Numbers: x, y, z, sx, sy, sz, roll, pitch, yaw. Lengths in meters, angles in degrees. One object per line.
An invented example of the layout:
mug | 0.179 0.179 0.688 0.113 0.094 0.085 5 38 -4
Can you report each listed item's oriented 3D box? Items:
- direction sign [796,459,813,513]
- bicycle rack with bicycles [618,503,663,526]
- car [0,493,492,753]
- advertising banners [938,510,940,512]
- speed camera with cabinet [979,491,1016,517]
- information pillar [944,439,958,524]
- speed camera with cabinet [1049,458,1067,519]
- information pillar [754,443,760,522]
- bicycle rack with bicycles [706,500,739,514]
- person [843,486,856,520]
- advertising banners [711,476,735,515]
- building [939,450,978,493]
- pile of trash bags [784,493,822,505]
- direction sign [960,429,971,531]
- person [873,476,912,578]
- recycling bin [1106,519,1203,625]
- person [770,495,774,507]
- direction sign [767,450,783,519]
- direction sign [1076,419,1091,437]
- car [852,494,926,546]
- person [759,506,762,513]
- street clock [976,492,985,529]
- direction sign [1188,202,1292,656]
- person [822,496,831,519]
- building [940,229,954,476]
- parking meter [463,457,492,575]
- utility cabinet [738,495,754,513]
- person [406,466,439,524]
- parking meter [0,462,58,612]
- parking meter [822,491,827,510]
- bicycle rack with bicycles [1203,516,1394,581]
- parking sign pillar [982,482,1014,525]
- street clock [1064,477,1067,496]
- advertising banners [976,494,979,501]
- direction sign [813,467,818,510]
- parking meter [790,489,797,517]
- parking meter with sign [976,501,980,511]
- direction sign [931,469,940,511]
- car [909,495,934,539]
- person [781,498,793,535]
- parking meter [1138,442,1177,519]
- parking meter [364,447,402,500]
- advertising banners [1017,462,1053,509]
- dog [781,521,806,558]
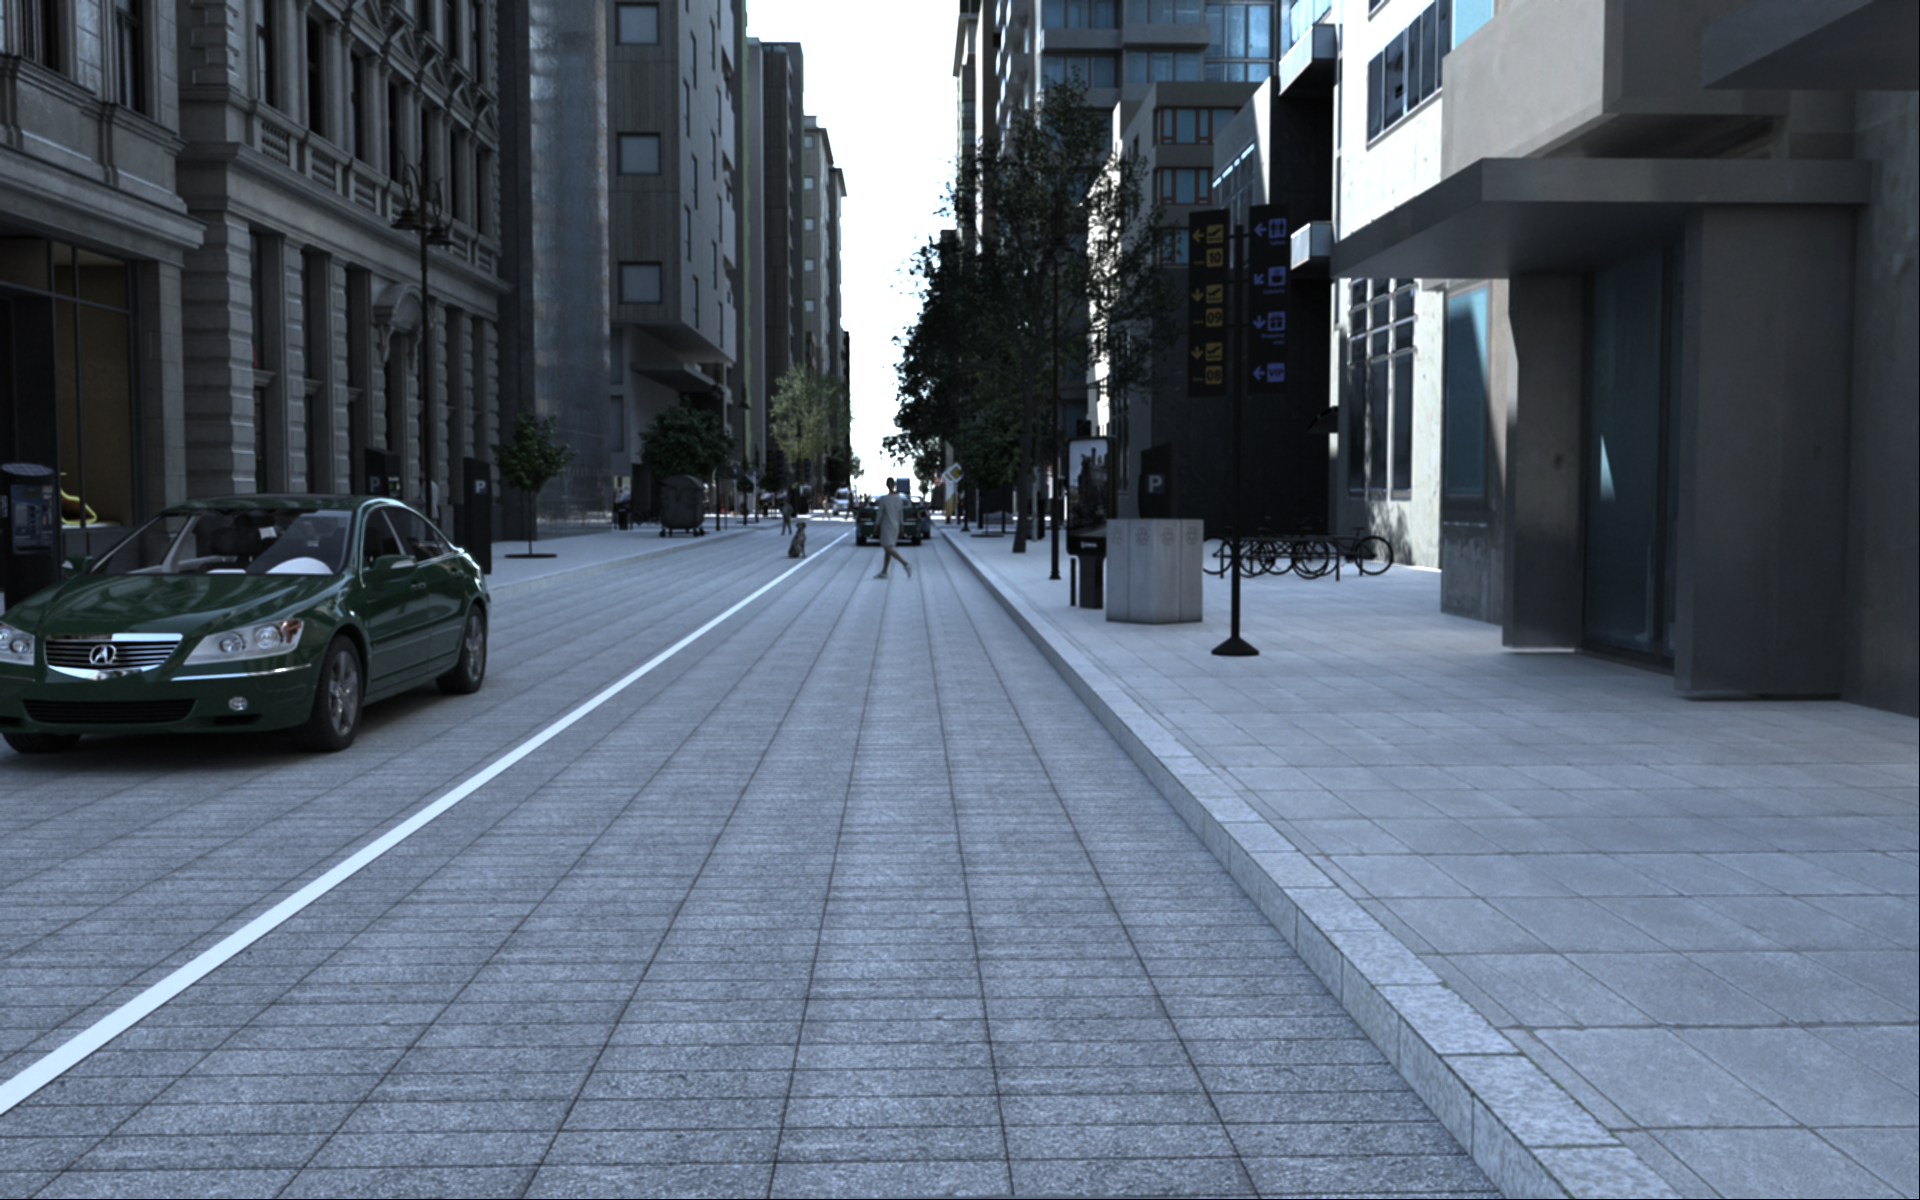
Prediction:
direction sign | -10.071 -7.282 111.056 0.876 3.537 0.379 0 4 -8
bicycle rack with bicycles | -12.847 -3.556 71.528 2.852 0.926 2.925 -3 4 -37
car | -4.367 0.042 11.111 2.131 1.459 4.920 0 4 -1
advertising banners | -1.466 -7.799 123.696 0.090 3.025 2.074 0 4 3
speed camera with cabinet | 2.133 -6.328 97.802 2.038 3.252 0.660 0 4 -7
information pillar | -0.425 -5.058 74.058 0.504 3.616 0.183 3 5 43
speed camera with cabinet | 5.566 -5.866 90.248 2.038 3.252 0.660 -3 4 -39
information pillar | -9.220 -5.338 78.635 0.183 3.616 0.504 -1 4 -18
bicycle rack with bicycles | -15.101 -5.954 110.735 2.852 0.926 2.925 -1 4 -16
person | -6.079 -5.319 95.243 0.755 1.850 0.659 1 4 12
advertising banners | -14.706 -6.812 107.557 2.074 3.025 0.090 2 4 34
building | 7.454 -38.864 290.056 22.147 44.769 28.867 0 4 -2
pile of trash bags | -12.742 -8.053 141.419 3.447 1.369 1.912 0 4 -7
direction sign | 0.183 -4.125 59.434 0.379 3.537 0.876 -1 4 -17
person | -1.131 -1.228 29.327 0.760 1.731 0.466 1 4 21
recycling bin | 1.957 -0.298 17.429 0.722 1.027 0.722 -3 5 -39
person | -14.795 -7.882 135.475 0.480 1.755 0.524 1 4 9
direction sign | -9.594 -5.983 89.817 0.876 3.537 0.379 -1 4 -22
direction sign | 3.781 -3.727 52.938 0.379 3.537 0.876 2 4 33
car | -2.036 -2.305 49.478 2.131 1.459 4.920 0 4 -2
person | -13.228 -6.669 115.263 0.473 1.802 0.592 -3 5 -40
street clock | 0.754 -3.599 63.413 0.358 2.002 0.471 0 4 3
direction sign | 2.205 -1.332 13.772 0.876 3.537 0.379 2 4 35
person | -7.620 -5.232 98.317 0.475 1.303 0.640 2 4 34
building | 3.843 -35.761 268.292 14.154 41.232 14.086 0 4 -2
parking meter | -7.677 -1.338 27.580 0.399 1.863 0.255 -3 5 -43
utility cabinet | -14.284 -6.381 115.484 1.020 1.237 0.306 0 4 -6
person | -9.923 -1.577 32.024 0.583 1.804 0.606 0 4 3
parking meter | -7.225 -0.309 13.460 0.372 1.533 0.369 0 3 0
parking meter | -10.922 -8.018 139.500 0.372 1.533 0.369 0 3 0
bicycle rack with bicycles | 5.049 -0.828 26.925 2.925 0.926 2.852 2 4 25
parking sign pillar | 1.583 -5.176 73.095 1.447 3.967 1.447 0 4 8
street clock | 4.587 -4.187 73.020 0.471 2.002 0.358 0 4 4
advertising banners | 1.529 -7.240 114.558 0.090 3.025 2.074 -3 4 -37
direction sign | -11.997 -9.266 143.495 0.379 3.537 0.876 -2 4 -35
parking meter | -9.143 -5.307 95.182 0.372 1.533 0.369 0 3 0
parking meter with sign | 1.555 -6.368 100.381 0.543 3.016 1.738 3 5 44
direction sign | -1.857 -8.491 130.830 0.379 3.537 0.876 3 5 45
car | -1.832 -2.704 56.214 2.014 1.417 4.499 0 4 -1
person | -6.067 -2.938 60.814 0.475 1.303 0.640 1 4 18
parking meter | 2.244 -0.854 19.669 0.399 1.863 0.255 2 4 27
parking meter | -7.088 -0.955 21.320 0.399 1.863 0.255 2 4 26
advertising banners | 4.140 -6.006 94.380 2.074 3.025 0.090 1 4 9
dog | -3.775 -1.355 38.994 0.800 0.831 0.513 -2 4 -26
